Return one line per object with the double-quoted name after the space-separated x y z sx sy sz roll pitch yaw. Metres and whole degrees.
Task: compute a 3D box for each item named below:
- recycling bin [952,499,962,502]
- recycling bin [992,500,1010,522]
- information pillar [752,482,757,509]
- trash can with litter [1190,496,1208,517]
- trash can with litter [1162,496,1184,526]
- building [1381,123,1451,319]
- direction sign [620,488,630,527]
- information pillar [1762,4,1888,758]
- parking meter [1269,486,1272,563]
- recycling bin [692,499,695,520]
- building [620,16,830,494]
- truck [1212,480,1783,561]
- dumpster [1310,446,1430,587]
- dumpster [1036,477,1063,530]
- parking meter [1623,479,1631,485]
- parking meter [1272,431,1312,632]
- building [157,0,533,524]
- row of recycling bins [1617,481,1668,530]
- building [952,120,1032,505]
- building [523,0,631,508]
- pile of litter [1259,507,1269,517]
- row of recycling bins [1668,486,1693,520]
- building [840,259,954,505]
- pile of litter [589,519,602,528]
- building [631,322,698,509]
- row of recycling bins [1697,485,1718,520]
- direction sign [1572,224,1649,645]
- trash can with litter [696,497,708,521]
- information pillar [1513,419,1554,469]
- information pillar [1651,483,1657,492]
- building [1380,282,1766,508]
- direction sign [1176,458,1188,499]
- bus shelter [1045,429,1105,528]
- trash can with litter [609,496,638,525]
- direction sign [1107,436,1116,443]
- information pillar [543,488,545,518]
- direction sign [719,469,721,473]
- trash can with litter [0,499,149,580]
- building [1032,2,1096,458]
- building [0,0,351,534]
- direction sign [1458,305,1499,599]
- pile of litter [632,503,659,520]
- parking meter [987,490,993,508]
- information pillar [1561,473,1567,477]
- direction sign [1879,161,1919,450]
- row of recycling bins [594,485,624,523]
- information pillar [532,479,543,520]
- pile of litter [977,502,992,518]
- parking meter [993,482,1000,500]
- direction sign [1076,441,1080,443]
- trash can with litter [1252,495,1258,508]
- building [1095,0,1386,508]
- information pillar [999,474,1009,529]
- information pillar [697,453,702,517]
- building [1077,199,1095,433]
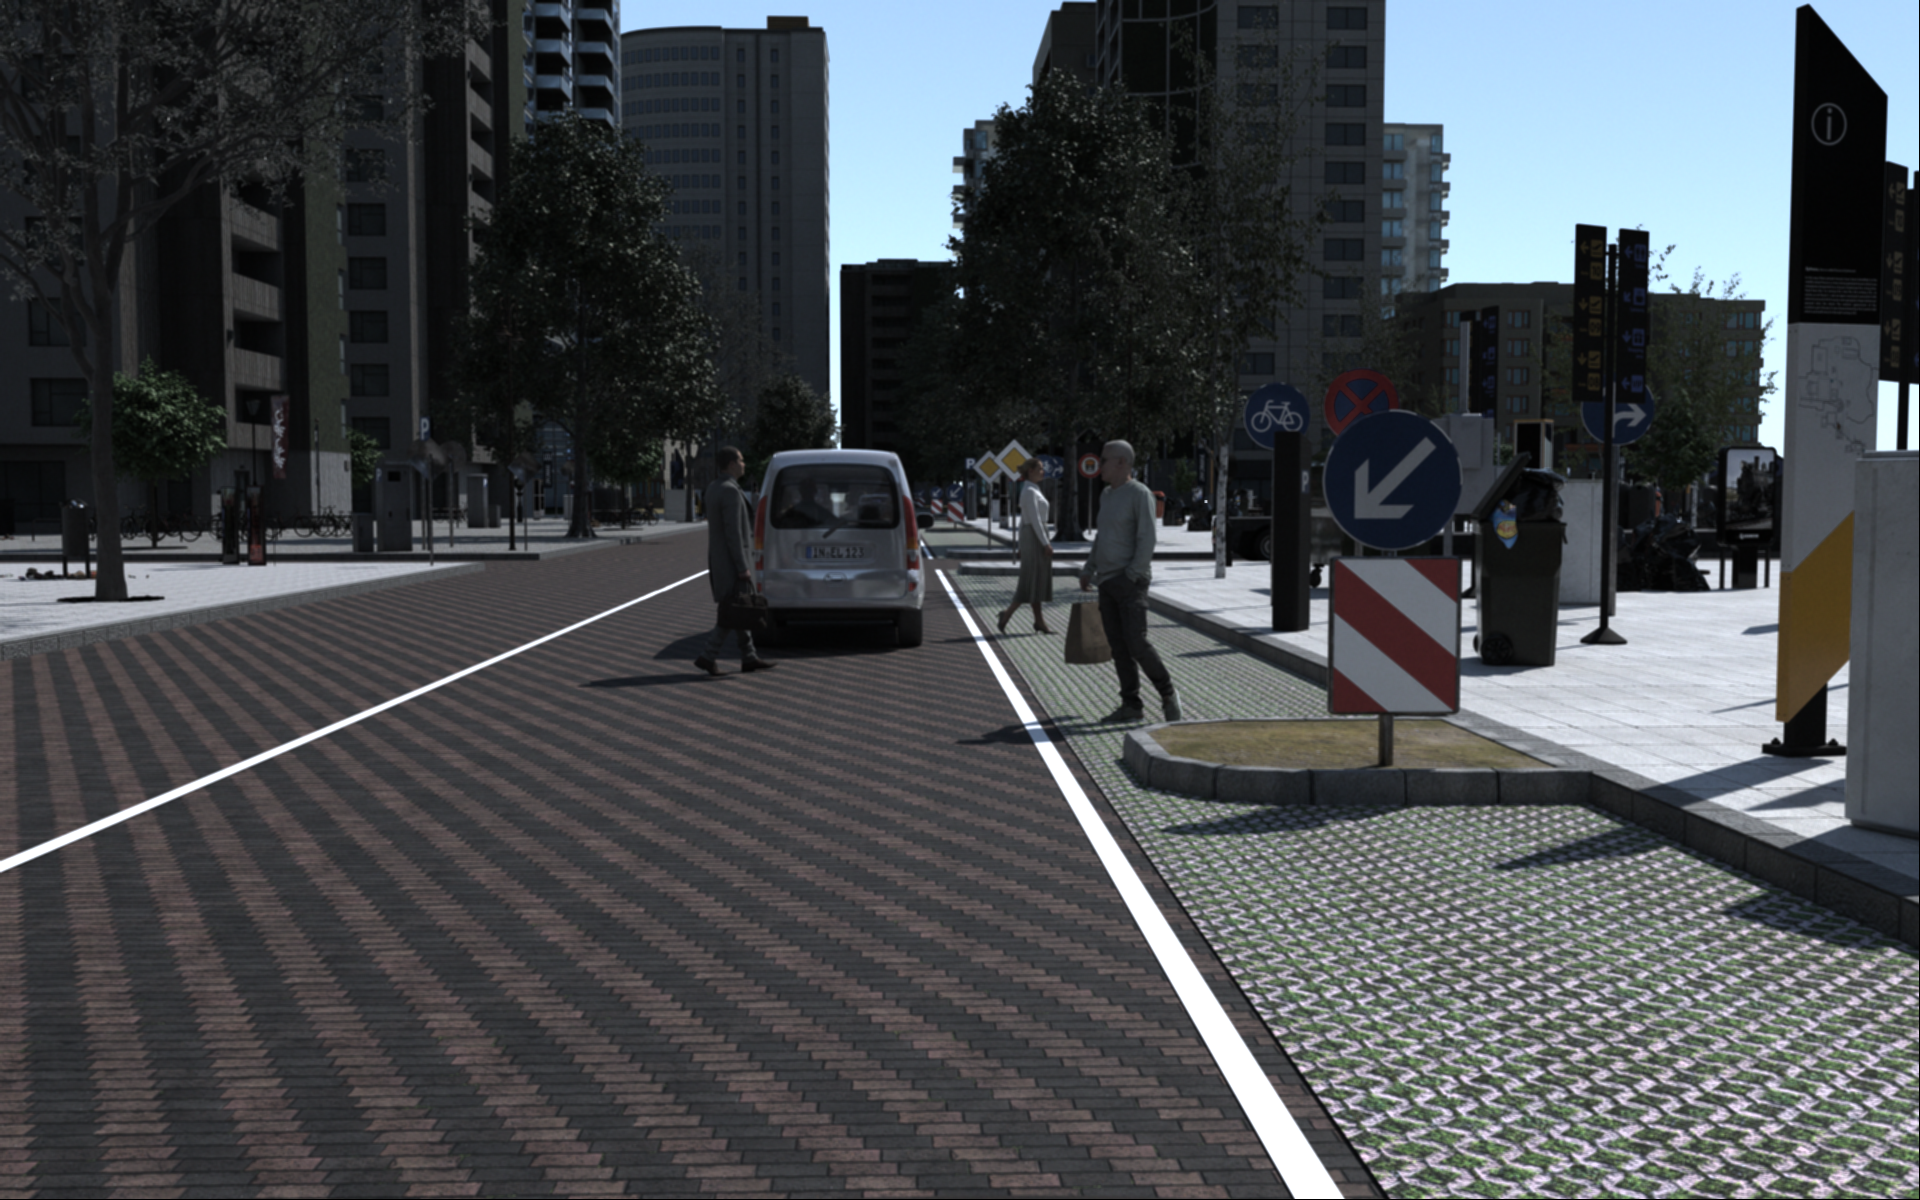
-0.041 -6.008 110.789 0.722 1.027 0.722 3 4 39 "recycling bin"
1.868 -4.082 79.296 0.722 1.027 0.722 1 4 12 "recycling bin"
-12.143 -5.984 102.322 0.304 2.012 0.304 -1 4 -13 "information pillar"
12.668 -4.870 91.005 1.055 1.170 0.624 -1 4 -12 "trash can with litter"
8.443 -3.537 69.212 1.055 1.170 0.624 -3 5 -42 "trash can with litter"
45.796 -36.845 222.017 30.456 49.044 23.786 0 4 -2 "building"
-12.954 -4.577 66.835 0.379 3.537 0.876 -2 4 -26 "direction sign"
4.249 -1.046 8.464 0.504 3.616 0.183 -1 4 -14 "information pillar"
5.942 -1.453 32.173 0.372 1.533 0.369 0 3 0 "parking meter"
-13.811 -4.571 87.282 0.722 1.027 0.722 -2 4 -29 "recycling bin"
-30.504 -41.305 217.329 28.212 58.520 21.231 0 4 -2 "building"
14.735 -2.799 35.525 18.799 4.110 2.967 0 4 0 "truck"
5.399 -1.253 22.973 1.502 2.255 1.985 0 4 -2 "dumpster"
3.082 -3.389 61.173 1.264 1.857 1.865 0 4 -2 "dumpster"
25.769 -3.745 66.939 0.255 1.863 0.399 2 4 26 "parking meter"
3.120 -0.646 16.270 0.255 1.863 0.399 2 4 31 "parking meter"
-30.548 -19.389 88.713 14.160 30.474 14.107 0 4 -2 "building"
20.608 -2.945 55.261 1.069 1.692 3.534 -2 4 -32 "row of recycling bins"
14.187 -36.761 220.647 30.456 49.044 23.786 0 4 -2 "building"
-36.130 -49.803 126.958 22.319 86.520 31.000 0 4 -2 "building"
13.916 -3.847 76.860 1.719 0.858 1.176 1 4 11 "pile of litter"
34.688 -4.797 85.551 3.534 1.692 1.069 0 4 4 "row of recycling bins"
-7.892 -27.152 215.628 14.107 30.474 14.160 0 4 -2 "building"
-14.278 -3.224 66.675 1.176 0.858 1.719 1 4 23 "pile of litter"
-40.946 -19.547 164.635 28.899 21.520 27.650 0 4 -2 "building"
36.331 -4.516 80.949 1.069 1.692 3.534 -3 4 -36 "row of recycling bins"
5.544 -1.395 14.812 0.876 3.537 0.379 -2 4 -29 "direction sign"
-12.227 -4.462 84.007 1.678 1.210 2.233 0 4 -5 "trash can with litter"
5.674 -0.777 17.192 0.304 2.012 0.304 2 4 35 "information pillar"
30.009 -4.321 75.145 0.304 2.012 0.304 -2 4 -26 "information pillar"
56.573 -19.724 167.528 28.899 21.520 27.650 0 4 -2 "building"
13.911 -7.131 108.592 0.876 3.537 0.379 -1 4 -23 "direction sign"
4.361 -4.557 65.788 1.731 3.624 6.357 0 4 -2 "bus shelter"
-14.458 -3.821 73.536 1.678 1.210 2.233 1 4 16 "trash can with litter"
5.185 -3.970 56.900 0.876 3.537 0.379 3 5 43 "direction sign"
-22.040 -5.290 90.986 0.304 2.012 0.304 3 4 38 "information pillar"
-13.190 -6.339 95.634 0.379 3.537 0.876 -1 4 -18 "direction sign"
-13.683 -0.942 26.452 2.233 1.210 1.678 2 4 25 "trash can with litter"
18.506 -33.350 168.971 21.300 48.544 21.600 0 4 -2 "building"
-30.925 -17.685 60.855 14.160 30.474 14.107 0 4 -2 "building"
6.347 -1.792 21.290 0.379 3.537 0.876 -1 4 -13 "direction sign"
-15.402 -4.336 84.852 1.176 0.858 1.719 -2 4 -30 "pile of litter"
1.928 -6.247 110.543 0.372 1.533 0.369 0 3 0 "parking meter"
20.851 -3.400 60.084 0.304 2.012 0.304 3 4 37 "information pillar"
6.622 -1.233 12.165 0.876 3.537 0.379 -3 5 -41 "direction sign"
-15.910 -4.384 78.787 1.069 1.692 3.534 0 4 0 "row of recycling bins"
-20.824 -4.932 85.135 0.304 2.012 0.304 -1 4 -22 "information pillar"
1.181 -4.808 92.577 1.719 0.858 1.176 1 4 22 "pile of litter"
1.770 -4.682 82.270 0.399 1.863 0.255 1 4 23 "parking meter"
4.612 -4.821 70.822 0.876 3.537 0.379 3 5 40 "direction sign"
16.367 -5.334 98.266 2.233 1.210 1.678 3 5 43 "trash can with litter"
19.590 -42.474 132.699 20.563 71.187 20.611 0 4 -2 "building"
1.638 -3.656 64.270 0.304 2.012 0.304 1 4 12 "information pillar"
-14.798 -6.537 98.236 0.183 3.616 0.504 -2 4 -24 "information pillar"
16.538 -23.214 151.244 14.160 30.474 14.107 0 4 -2 "building"
